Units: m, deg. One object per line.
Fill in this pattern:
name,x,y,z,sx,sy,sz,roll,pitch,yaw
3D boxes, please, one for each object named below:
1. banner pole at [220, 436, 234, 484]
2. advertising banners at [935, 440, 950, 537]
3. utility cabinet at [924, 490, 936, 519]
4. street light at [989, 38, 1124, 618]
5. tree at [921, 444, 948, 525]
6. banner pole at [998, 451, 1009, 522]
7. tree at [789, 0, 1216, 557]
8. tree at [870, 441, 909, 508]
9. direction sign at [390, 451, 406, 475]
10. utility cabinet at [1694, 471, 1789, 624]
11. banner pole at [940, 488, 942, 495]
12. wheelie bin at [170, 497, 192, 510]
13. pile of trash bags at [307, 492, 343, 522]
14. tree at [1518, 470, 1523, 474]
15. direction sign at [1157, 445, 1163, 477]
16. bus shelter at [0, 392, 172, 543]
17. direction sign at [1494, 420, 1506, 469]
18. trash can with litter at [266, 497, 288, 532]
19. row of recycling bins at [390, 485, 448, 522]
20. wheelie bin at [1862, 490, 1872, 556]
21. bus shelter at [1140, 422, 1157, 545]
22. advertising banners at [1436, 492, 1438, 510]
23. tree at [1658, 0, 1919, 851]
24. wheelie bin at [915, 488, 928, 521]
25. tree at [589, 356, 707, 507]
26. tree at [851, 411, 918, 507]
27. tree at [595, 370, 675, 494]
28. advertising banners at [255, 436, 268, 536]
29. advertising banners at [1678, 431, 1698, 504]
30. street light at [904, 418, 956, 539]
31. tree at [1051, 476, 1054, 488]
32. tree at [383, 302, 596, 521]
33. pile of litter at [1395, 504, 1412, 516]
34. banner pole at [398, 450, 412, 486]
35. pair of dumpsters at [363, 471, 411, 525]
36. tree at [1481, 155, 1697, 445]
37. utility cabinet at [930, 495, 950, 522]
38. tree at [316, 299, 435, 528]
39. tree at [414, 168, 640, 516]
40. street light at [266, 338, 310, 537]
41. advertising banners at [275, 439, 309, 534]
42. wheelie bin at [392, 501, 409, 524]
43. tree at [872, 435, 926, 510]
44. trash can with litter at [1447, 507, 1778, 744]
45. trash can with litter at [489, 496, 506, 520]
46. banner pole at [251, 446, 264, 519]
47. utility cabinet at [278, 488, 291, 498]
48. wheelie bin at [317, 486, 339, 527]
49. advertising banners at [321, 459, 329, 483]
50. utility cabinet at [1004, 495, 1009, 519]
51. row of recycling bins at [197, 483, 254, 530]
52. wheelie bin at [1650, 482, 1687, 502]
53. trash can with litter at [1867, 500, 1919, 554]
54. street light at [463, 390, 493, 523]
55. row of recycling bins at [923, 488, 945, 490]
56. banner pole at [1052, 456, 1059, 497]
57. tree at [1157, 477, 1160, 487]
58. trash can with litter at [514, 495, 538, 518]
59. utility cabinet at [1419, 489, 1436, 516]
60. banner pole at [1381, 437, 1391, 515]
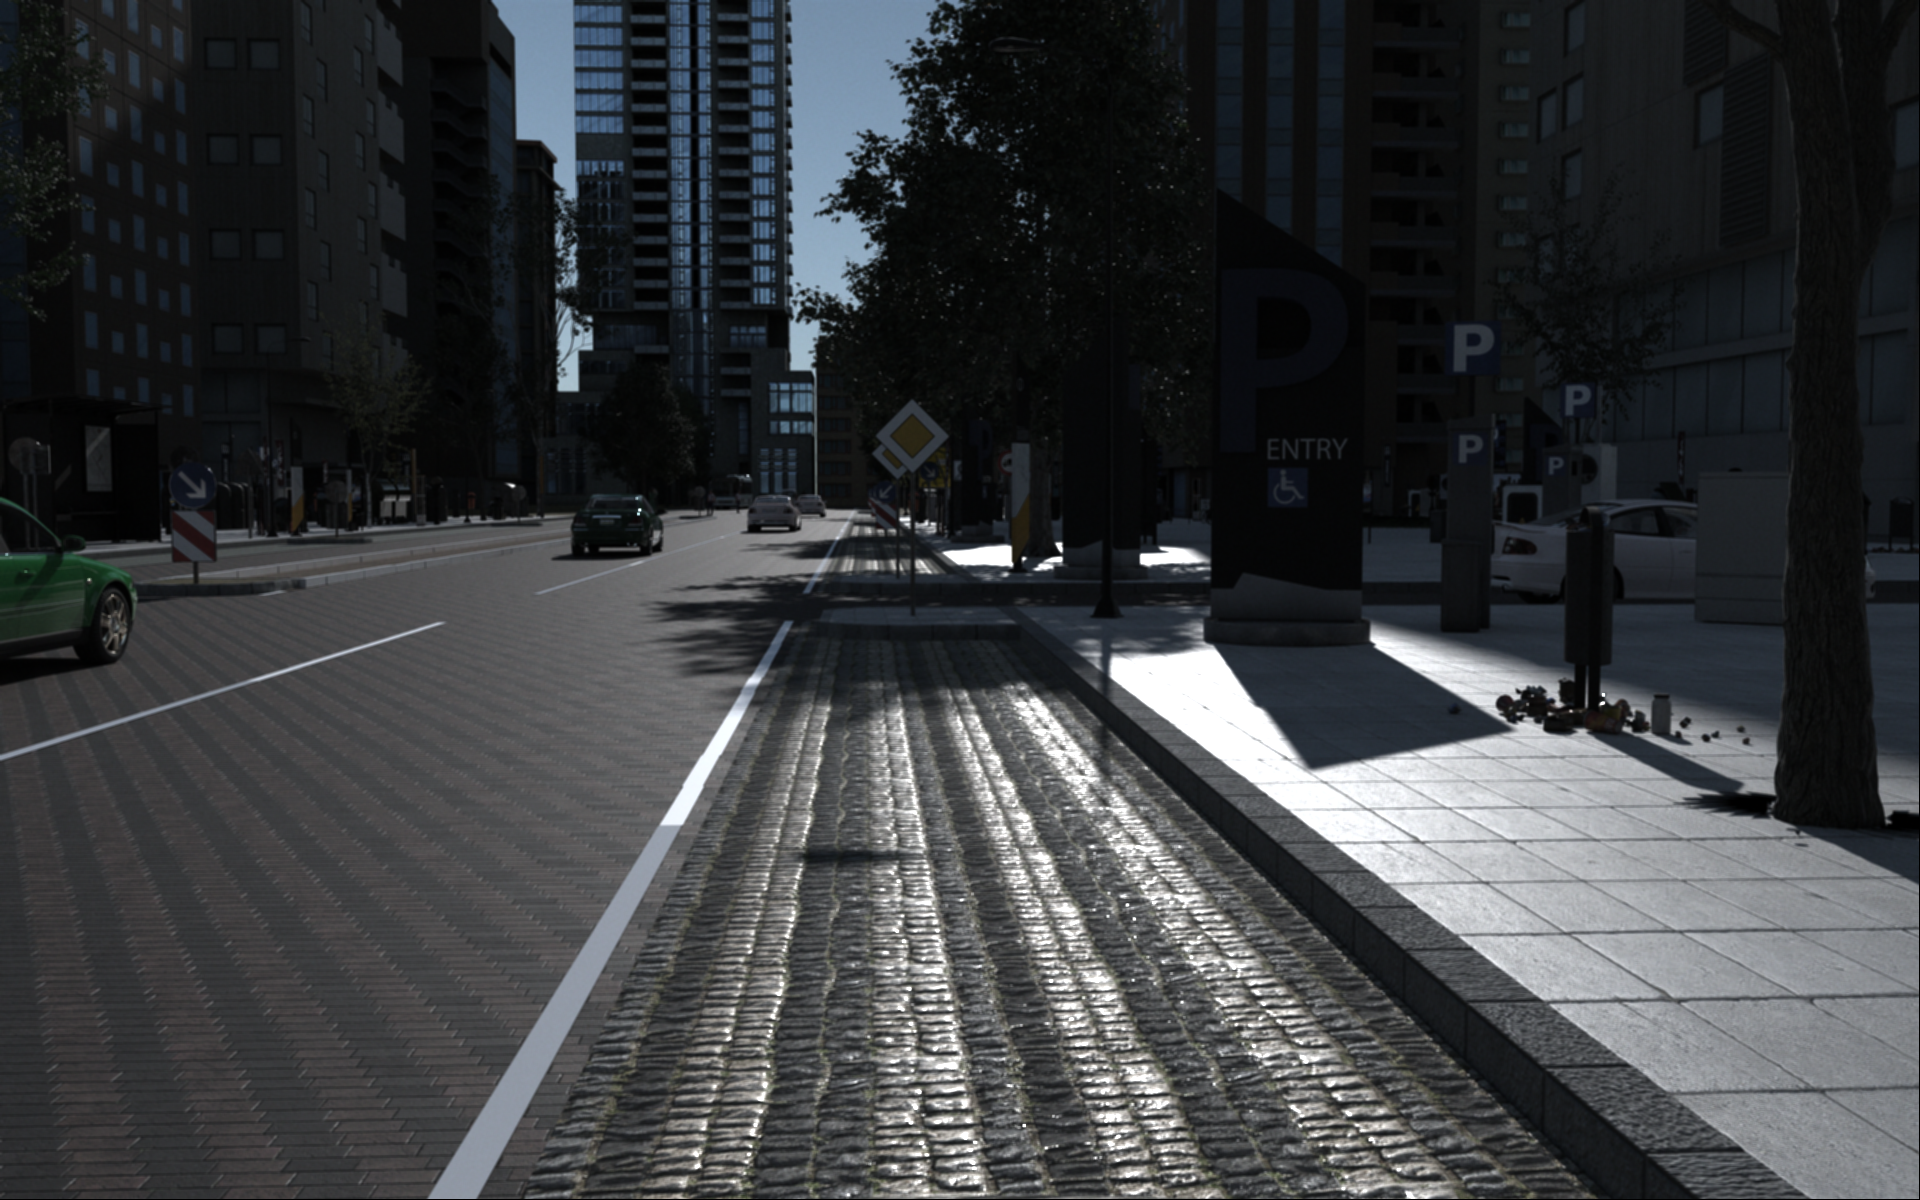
banner pole,-31.260,-5.140,74.062,0.401,3.779,0.863,1,4,22
advertising banners,-0.526,-3.420,52.112,0.090,3.025,2.074,-1,4,-11
utility cabinet,-1.666,-4.743,86.221,1.173,1.500,0.318,-3,5,-42
street light,0.992,-2.771,17.841,1.470,5.913,1.316,0,4,-3
tree,-0.793,-7.361,70.714,4.737,8.622,4.395,0,3,0
banner pole,2.041,-5.505,80.028,0.401,3.779,0.863,3,5,43
tree,1.567,-7.232,35.245,9.611,12.733,9.660,0,3,0
tree,-5.116,-14.058,164.268,7.601,10.594,8.767,1,4,18
direction sign,-29.514,-6.059,91.059,0.876,3.537,0.379,0,4,-1
utility cabinet,7.892,-0.510,17.018,1.173,1.500,0.318,3,5,40
banner pole,-0.779,-5.737,83.822,0.401,3.779,0.863,-3,4,-38
wheelie bin,-26.310,-3.113,58.810,0.693,1.594,0.980,2,4,23
pile of trash bags,-29.539,-4.327,80.497,1.912,1.369,3.447,-1,4,-11
tree,25.686,-5.044,77.075,1.663,3.219,1.824,0,3,0
direction sign,9.080,-5.422,80.641,0.379,3.537,0.876,-3,5,-41
bus shelter,-21.682,-3.172,43.152,1.731,3.624,6.357,0,4,-3
direction sign,16.254,-3.737,53.091,0.876,3.537,0.379,1,4,19
trash can with litter,-23.022,-2.884,58.541,0.624,1.170,1.055,0,4,6
row of recycling bins,-25.308,-4.512,80.883,3.534,1.692,1.069,2,4,31
wheelie bin,18.005,-1.656,34.983,0.693,1.594,0.980,2,4,26
bus shelter,4.044,-3.175,45.831,2.014,3.302,5.546,0,4,-3
advertising banners,27.766,-6.548,103.246,2.074,3.025,0.090,-1,4,-20
tree,3.415,-4.948,6.650,9.928,11.665,9.643,0,3,0
wheelie bin,-1.993,-4.617,83.393,0.693,1.594,0.980,-3,4,-38
tree,-26.314,-13.887,144.053,9.611,12.733,9.660,0,3,0
tree,-6.376,-16.626,178.490,9.857,13.997,8.962,0,3,0
tree,-25.378,-12.045,131.343,8.767,10.594,7.601,0,4,6
advertising banners,-21.404,-3.479,53.076,0.090,3.025,2.074,-2,4,-31
advertising banners,19.971,-3.130,47.370,0.090,3.025,2.074,0,4,4
street light,-0.772,-4.711,49.564,1.470,5.913,1.316,0,4,-3
tree,4.516,-6.270,97.108,1.663,3.219,1.824,0,3,0
tree,-23.238,-9.146,83.941,8.767,10.594,7.601,-2,4,-28
pile of litter,18.940,-3.689,74.280,1.176,0.858,1.719,-2,4,-23
banner pole,-28.775,-6.095,89.674,0.863,3.779,0.401,0,4,2
pair of dumpsters,-24.335,-4.287,72.590,1.574,2.255,4.437,0,4,-3
tree,13.796,-5.379,38.312,4.360,8.622,3.978,0,3,0
utility cabinet,-0.910,-4.254,80.716,1.020,1.237,0.306,1,4,11
tree,-22.132,-7.009,64.955,4.360,8.622,3.978,0,3,0
tree,-25.320,-15.020,101.460,12.611,20.169,13.585,0,3,0
street light,-19.973,-4.830,51.517,1.470,5.913,1.316,0,4,-3
advertising banners,-21.762,-3.683,56.407,0.090,3.025,2.074,0,4,6
wheelie bin,-24.455,-4.137,75.553,0.980,1.594,0.693,3,5,39
tree,-4.656,-11.529,138.857,4.360,8.622,3.978,0,3,0
trash can with litter,3.695,0.062,10.038,1.678,1.210,2.233,1,4,12
trash can with litter,-22.747,-4.521,85.311,0.624,1.170,1.055,0,4,3
banner pole,-36.693,-6.143,90.454,0.863,3.779,0.401,-1,4,-12
utility cabinet,-35.716,-5.060,91.416,1.173,1.500,0.318,-2,4,-32
wheelie bin,-24.389,-3.606,66.865,0.693,1.594,0.980,0,4,6
advertising banners,-31.397,-5.557,87.050,0.090,3.025,2.074,1,4,18
utility cabinet,2.755,-4.676,87.609,1.020,1.237,0.306,-1,4,-11
row of recycling bins,-26.684,-3.404,62.776,1.069,1.692,3.534,0,4,5
wheelie bin,18.519,-2.292,45.375,0.980,1.594,0.693,-2,4,-29
trash can with litter,20.429,-1.655,38.120,1.678,1.210,2.233,-2,4,-26
street light,-21.526,-6.415,77.421,1.470,5.913,1.316,0,4,-3
row of recycling bins,-0.955,-5.208,92.258,1.069,1.692,3.534,3,5,41
banner pole,4.940,-6.135,90.329,0.401,3.779,0.863,2,4,33
tree,8.114,-5.161,78.980,1.663,3.219,1.824,0,3,0
trash can with litter,-23.948,-5.117,94.720,1.678,1.210,2.233,0,4,0
utility cabinet,18.926,-3.760,70.152,0.318,1.500,1.173,0,4,-2
banner pole,18.617,-5.251,75.871,0.401,3.779,0.863,-1,4,-20
